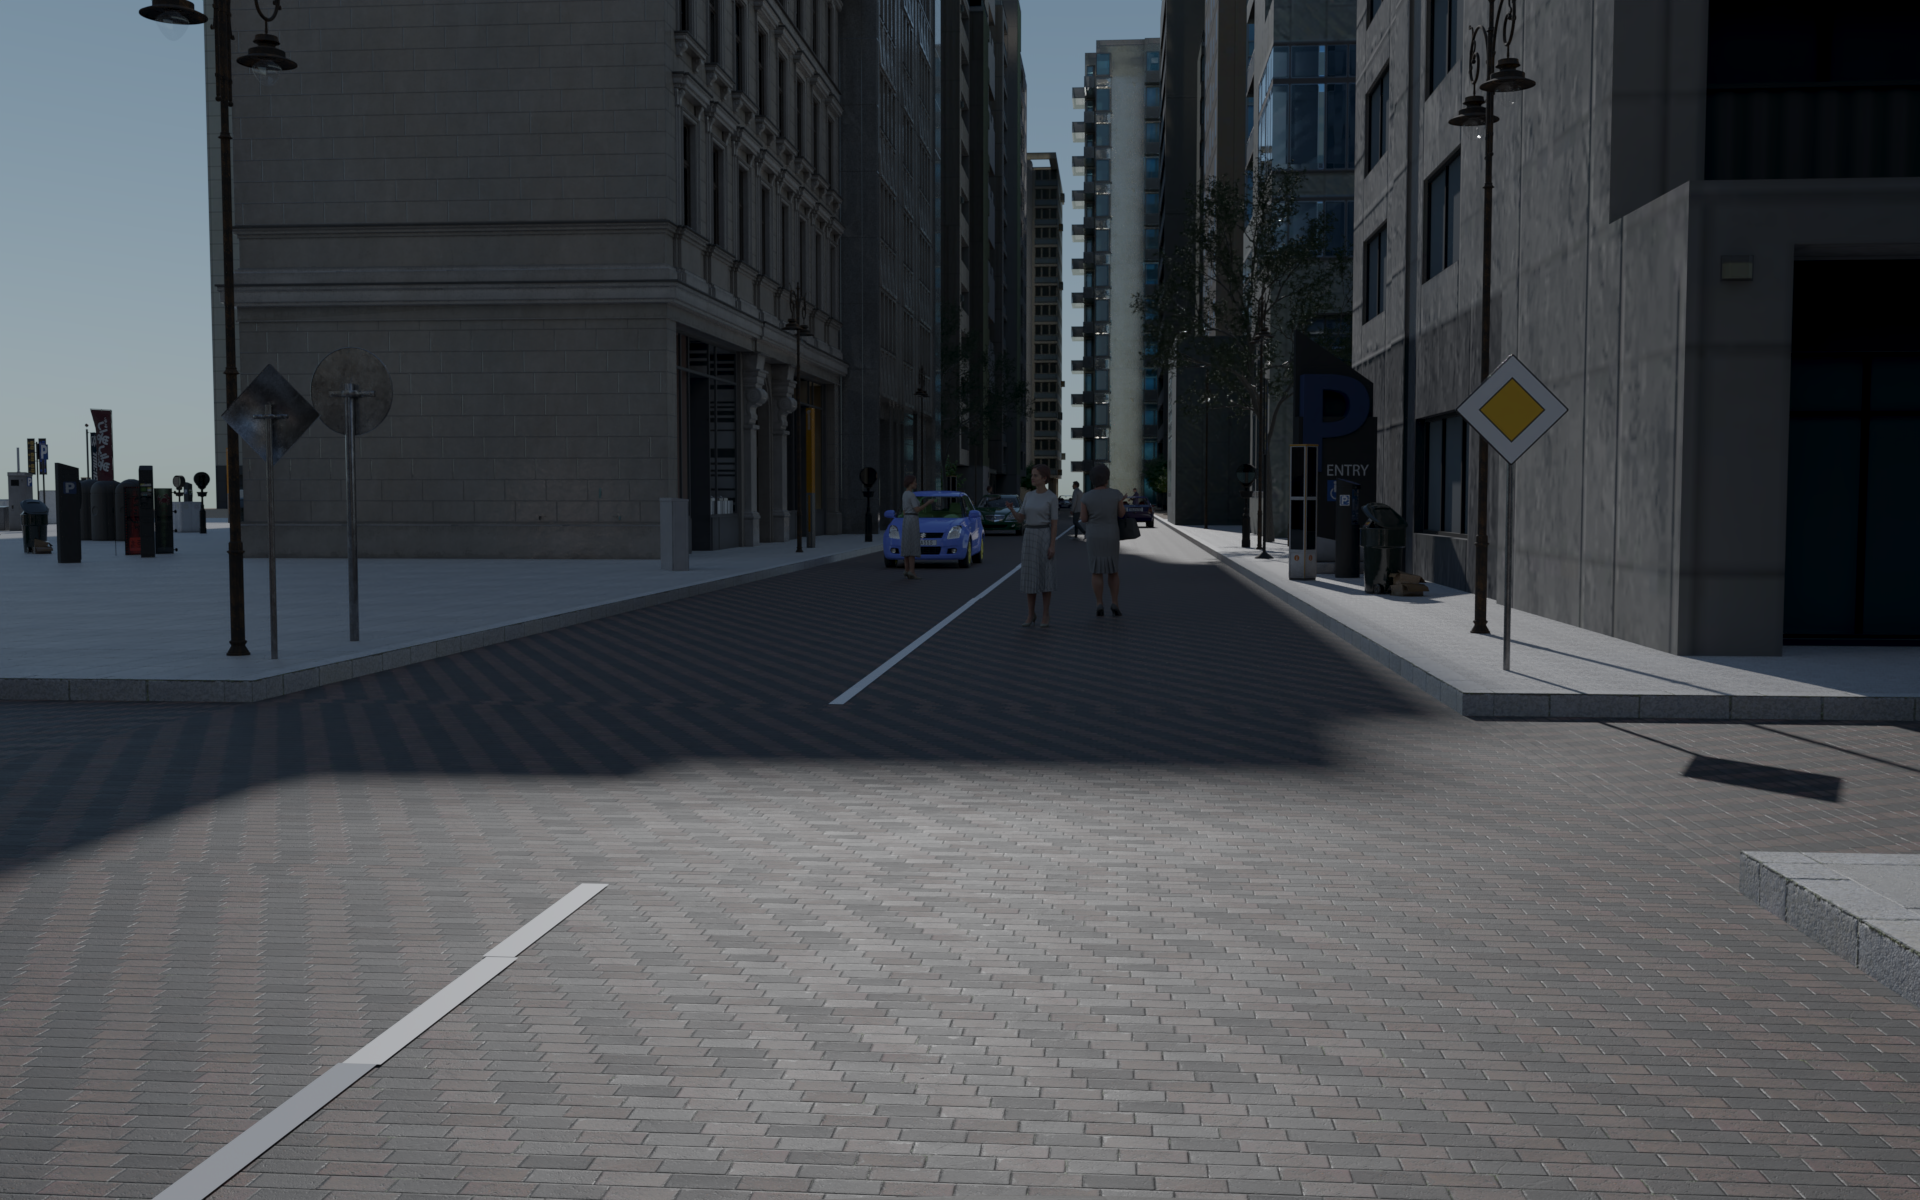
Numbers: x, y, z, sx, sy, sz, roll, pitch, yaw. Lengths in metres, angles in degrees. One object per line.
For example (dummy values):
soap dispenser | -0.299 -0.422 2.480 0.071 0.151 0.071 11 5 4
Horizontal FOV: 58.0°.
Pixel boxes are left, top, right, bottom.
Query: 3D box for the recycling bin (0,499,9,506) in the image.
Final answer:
recycling bin | -47.709 -4.540 86.775 0.722 1.027 0.722 2 4 27

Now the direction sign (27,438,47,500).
direction sign | -37.393 -4.785 70.231 0.876 3.537 0.379 1 4 12

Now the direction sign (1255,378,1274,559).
direction sign | 6.043 -2.587 34.302 0.379 3.537 0.876 1 4 14

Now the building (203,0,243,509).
building | -53.171 -43.946 156.764 20.611 71.187 20.563 0 4 5

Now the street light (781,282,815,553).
street light | -3.531 -3.984 37.918 0.468 5.910 1.993 0 4 5

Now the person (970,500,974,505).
person | 0.237 -2.270 50.299 0.352 1.250 0.332 1 4 13

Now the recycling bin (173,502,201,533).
recycling bin | -25.902 -2.779 57.994 0.722 1.027 0.722 3 5 41

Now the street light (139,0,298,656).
street light | -5.747 -2.497 13.616 0.468 5.910 1.993 0 4 5

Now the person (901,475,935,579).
person | -0.738 -1.229 29.161 0.524 1.755 0.480 -2 4 -27

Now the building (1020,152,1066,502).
building | -0.747 -30.371 188.442 23.993 40.220 32.217 0 4 5

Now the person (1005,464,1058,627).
person | 0.790 -0.586 18.658 0.480 1.755 0.524 2 4 30

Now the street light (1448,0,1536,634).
street light | 4.800 -2.631 15.803 0.468 5.910 1.993 0 4 5

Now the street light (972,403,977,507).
street light | 0.777 -6.913 85.823 0.468 5.910 1.993 0 4 5

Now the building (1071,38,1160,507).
building | 27.093 -34.408 182.171 30.456 49.044 23.786 0 4 5

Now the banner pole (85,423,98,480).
banner pole | -30.917 -4.387 61.738 0.401 3.779 0.863 1 4 11

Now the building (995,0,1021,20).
building | -2.537 -27.802 138.156 14.154 41.232 14.086 0 4 5

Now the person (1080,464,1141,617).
person | 1.769 -0.705 20.390 0.716 1.782 0.532 0 4 4

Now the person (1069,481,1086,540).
person | 3.716 -2.783 53.842 0.795 1.843 0.661 2 4 34

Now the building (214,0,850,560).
building | -9.927 -11.261 35.034 10.553 20.767 40.483 0 4 5

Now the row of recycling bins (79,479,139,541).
row of recycling bins | -23.692 -2.493 47.880 3.534 1.692 1.069 2 4 33

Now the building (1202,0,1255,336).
building | 20.941 -27.315 96.719 14.600 45.320 14.200 0 4 5

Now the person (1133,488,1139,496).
person | 9.400 -5.197 93.916 0.568 1.767 0.683 1 4 20

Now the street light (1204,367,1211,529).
street light | 9.019 -5.537 63.318 0.468 5.910 1.993 0 4 5

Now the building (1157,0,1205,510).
building | 28.101 -32.147 149.300 21.300 48.544 21.600 0 4 5

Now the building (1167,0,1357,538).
building | 19.488 -45.859 62.459 22.319 86.520 31.000 0 4 5

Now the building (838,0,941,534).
building | -7.704 -15.105 64.985 12.078 24.808 19.932 0 4 5

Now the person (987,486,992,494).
person | 1.258 -3.625 68.343 0.524 1.755 0.480 0 4 -3

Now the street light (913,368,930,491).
street light | -1.365 -5.476 62.323 0.468 5.910 1.993 0 4 5

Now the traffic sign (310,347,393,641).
traffic sign | -5.287 -0.914 15.044 0.768 2.556 0.104 1 4 9

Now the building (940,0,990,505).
building | -5.865 -19.838 96.053 14.160 30.474 14.107 0 4 5

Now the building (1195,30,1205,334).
building | 22.128 -20.768 111.250 14.160 30.474 14.107 0 4 5

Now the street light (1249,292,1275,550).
street light | 6.916 -4.100 39.815 0.468 5.910 1.993 0 4 5

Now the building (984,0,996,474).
building | -11.743 -32.328 117.795 28.713 52.752 27.495 0 4 5

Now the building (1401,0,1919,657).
building | 16.863 -35.629 20.782 20.611 71.187 20.563 0 4 5

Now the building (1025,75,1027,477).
building | -1.106 -28.868 155.582 14.086 41.232 14.154 0 4 5
